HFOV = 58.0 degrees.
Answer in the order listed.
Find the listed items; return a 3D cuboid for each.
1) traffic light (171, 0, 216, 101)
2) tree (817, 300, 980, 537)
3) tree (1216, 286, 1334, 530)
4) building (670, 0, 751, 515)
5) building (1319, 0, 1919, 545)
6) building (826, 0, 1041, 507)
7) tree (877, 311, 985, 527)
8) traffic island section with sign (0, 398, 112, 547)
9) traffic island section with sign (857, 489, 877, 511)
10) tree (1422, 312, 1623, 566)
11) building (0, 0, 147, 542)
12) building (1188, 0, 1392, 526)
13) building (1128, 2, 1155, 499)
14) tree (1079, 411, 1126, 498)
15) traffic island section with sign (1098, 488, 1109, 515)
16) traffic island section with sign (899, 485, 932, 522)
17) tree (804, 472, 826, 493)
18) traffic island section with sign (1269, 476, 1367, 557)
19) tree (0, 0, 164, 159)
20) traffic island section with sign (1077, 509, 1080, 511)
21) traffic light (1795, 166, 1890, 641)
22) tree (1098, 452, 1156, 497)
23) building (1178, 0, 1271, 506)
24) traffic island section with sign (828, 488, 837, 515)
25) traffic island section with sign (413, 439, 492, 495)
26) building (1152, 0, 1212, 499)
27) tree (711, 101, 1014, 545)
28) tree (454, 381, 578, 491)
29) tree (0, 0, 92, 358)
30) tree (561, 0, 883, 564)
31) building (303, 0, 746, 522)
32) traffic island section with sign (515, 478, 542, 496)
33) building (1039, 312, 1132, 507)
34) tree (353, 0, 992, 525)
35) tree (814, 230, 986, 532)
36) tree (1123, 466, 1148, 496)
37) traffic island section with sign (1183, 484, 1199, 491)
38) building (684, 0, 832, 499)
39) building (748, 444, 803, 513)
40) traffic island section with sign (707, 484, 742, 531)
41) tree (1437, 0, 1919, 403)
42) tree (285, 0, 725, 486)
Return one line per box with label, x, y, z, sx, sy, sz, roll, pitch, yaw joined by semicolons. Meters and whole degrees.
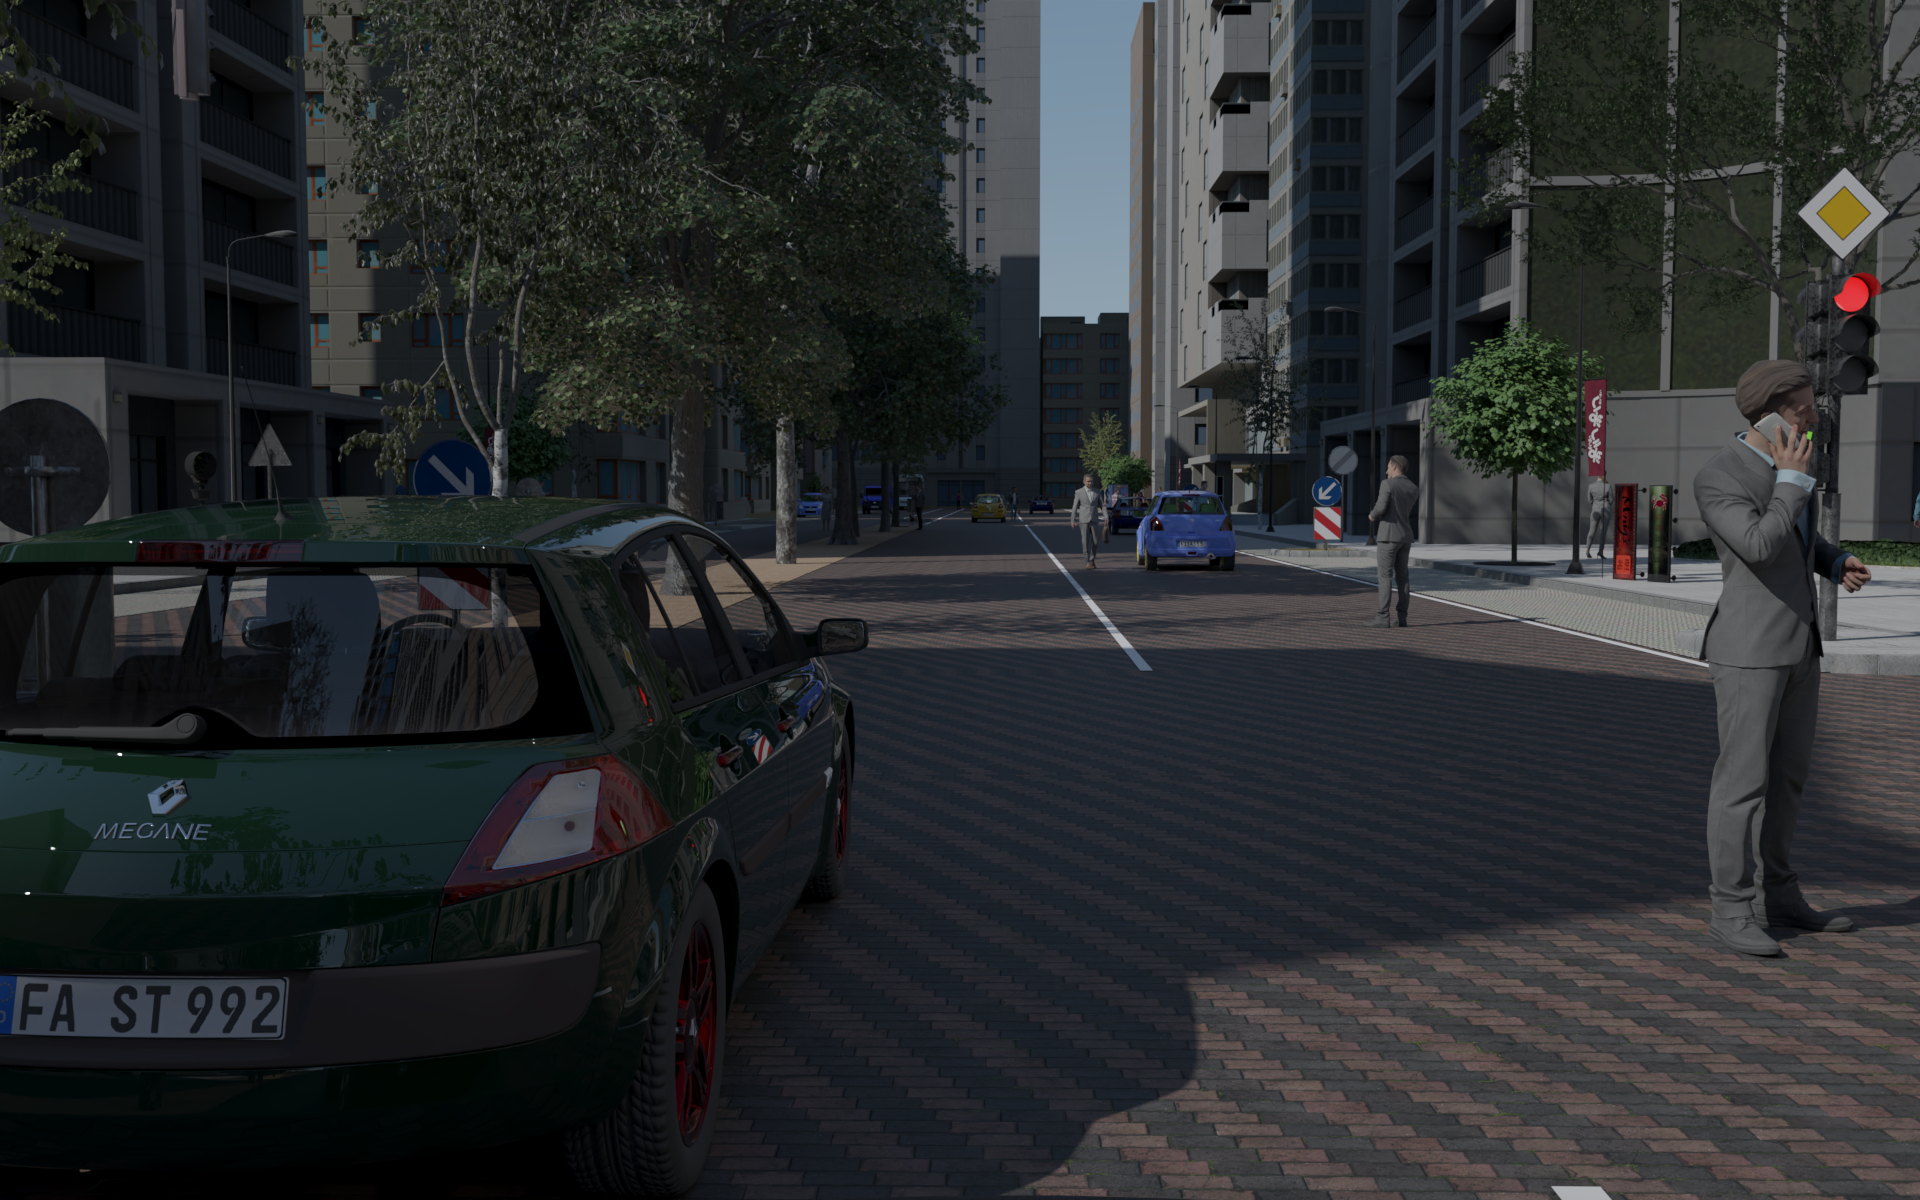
traffic light;-9.093;-2.494;15.445;4.771;5.953;1.251;0;4;1
tree;-3.424;-7.368;57.332;8.767;10.594;7.601;0;4;1
tree;11.028;-6.851;62.377;4.360;8.622;3.978;0;3;0
building;-29.593;-25.123;102.638;32.217;40.220;23.993;0;4;1
building;22.190;-37.189;46.293;20.563;71.187;20.611;0;4;1
building;-5.684;-39.350;185.377;28.212;58.520;21.231;0;4;1
tree;-2.688;-8.951;74.558;9.928;11.665;9.643;0;3;0
traffic island section with sign;-4.390;0.028;7.683;2.006;1.907;1.989;0;4;1
traffic island section with sign;-7.923;-8.301;144.355;1.989;1.847;2.006;0;4;1
tree;10.168;-2.914;31.362;4.285;4.588;4.351;0;3;0
building;-25.263;-36.776;39.544;20.563;71.187;20.611;0;4;1
building;27.095;-23.578;77.378;32.217;40.220;23.993;0;4;1
building;22.724;-30.961;156.315;14.600;45.320;14.200;0;4;1
tree;12.539;-12.327;151.912;4.737;8.622;4.395;0;3;0
traffic island section with sign;9.959;-6.629;117.010;1.989;1.847;2.006;0;4;1
traffic island section with sign;-2.483;-5.020;90.207;2.006;1.907;1.989;0;4;1
tree;-11.222;-8.658;136.165;1.663;3.219;1.824;0;3;0
traffic island section with sign;8.189;-1.909;39.835;1.989;1.847;2.006;0;4;1
tree;-4.169;-3.262;6.156;4.360;8.622;3.978;0;3;0
traffic island section with sign;10.596;-8.277;143.957;1.989;1.847;2.006;0;4;1
traffic light;7.570;-1.598;15.042;0.839;4.253;0.868;0;4;1
tree;12.519;-9.383;137.129;4.285;4.588;4.351;0;3;0
building;28.267;-31.634;106.459;28.713;52.752;27.495;0;4;1
traffic island section with sign;-8.551;-6.648;117.318;1.989;1.847;2.006;0;4;1
traffic island section with sign;-4.210;-0.425;15.088;2.006;1.907;1.989;0;4;1
building;25.662;-36.249;134.672;21.231;58.520;28.212;0;4;1
tree;-3.288;-7.896;48.572;9.611;12.733;9.660;0;3;0
tree;-12.584;-4.003;49.170;4.285;4.588;4.351;0;3;0
tree;-14.117;-4.472;23.477;4.737;8.622;4.395;0;3;0
tree;-4.740;-10.843;35.630;12.611;20.169;13.585;0;3;0
building;-25.095;-13.989;73.758;27.650;21.520;28.899;0;4;1
traffic island section with sign;-10.319;-1.985;41.077;1.989;1.847;2.006;0;4;1
building;23.211;-21.044;189.109;28.899;21.520;27.650;0;4;1
tree;-3.905;-7.039;24.198;9.857;13.997;8.962;0;3;0
tree;-2.917;-8.861;65.465;7.486;12.596;7.792;0;3;0
tree;12.119;-7.699;120.482;1.663;3.219;1.824;0;3;0
traffic island section with sign;8.820;-3.598;67.454;1.989;1.847;2.006;0;4;1
building;-22.982;-32.419;153.749;21.600;48.544;21.300;0;4;1
building;-27.227;-17.402;129.558;27.650;21.520;28.899;0;4;1
traffic island section with sign;-9.681;-3.664;68.530;1.989;1.847;2.006;0;4;1
tree;9.969;-5.258;20.387;8.767;10.594;7.601;1;4;13
tree;-4.276;-3.867;16.051;4.360;8.622;3.978;0;3;0
